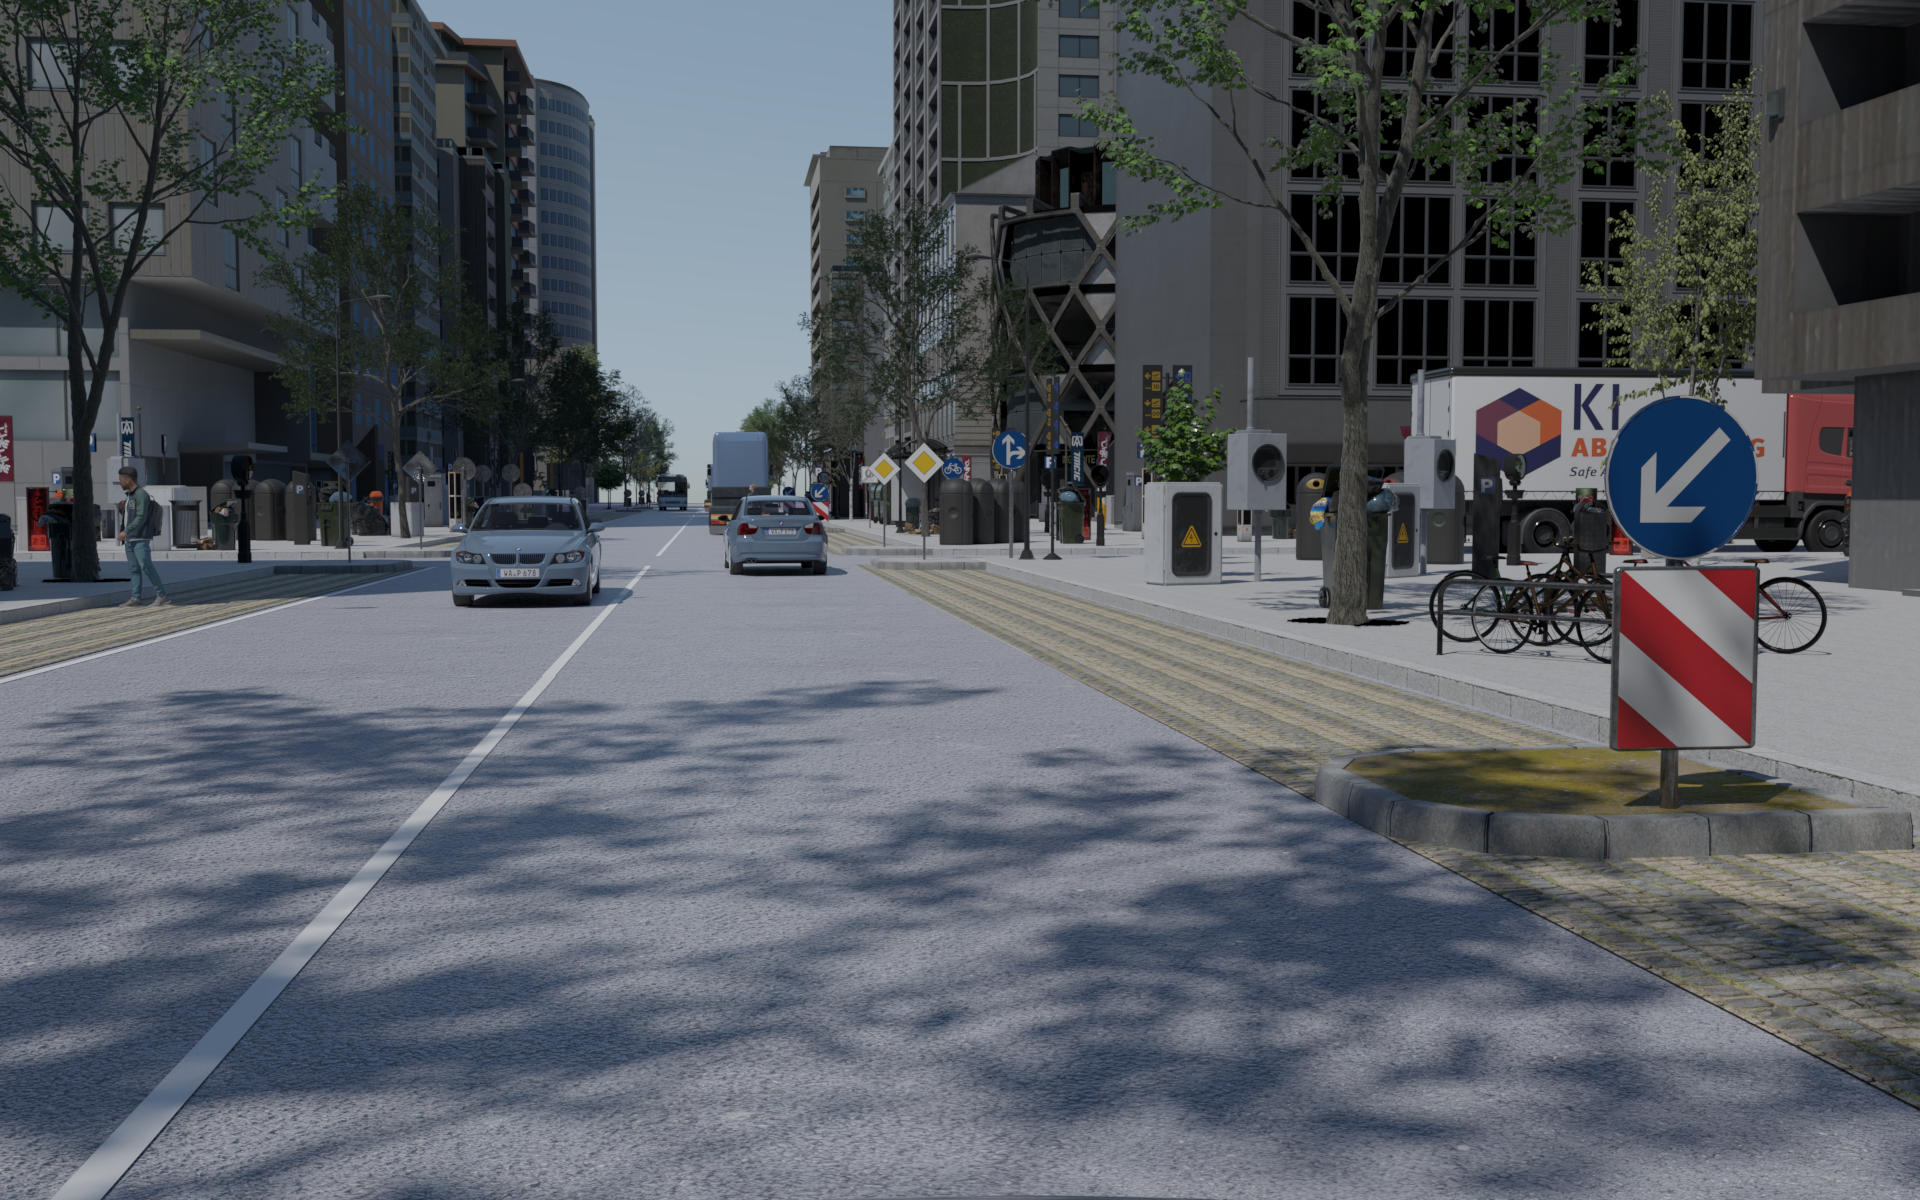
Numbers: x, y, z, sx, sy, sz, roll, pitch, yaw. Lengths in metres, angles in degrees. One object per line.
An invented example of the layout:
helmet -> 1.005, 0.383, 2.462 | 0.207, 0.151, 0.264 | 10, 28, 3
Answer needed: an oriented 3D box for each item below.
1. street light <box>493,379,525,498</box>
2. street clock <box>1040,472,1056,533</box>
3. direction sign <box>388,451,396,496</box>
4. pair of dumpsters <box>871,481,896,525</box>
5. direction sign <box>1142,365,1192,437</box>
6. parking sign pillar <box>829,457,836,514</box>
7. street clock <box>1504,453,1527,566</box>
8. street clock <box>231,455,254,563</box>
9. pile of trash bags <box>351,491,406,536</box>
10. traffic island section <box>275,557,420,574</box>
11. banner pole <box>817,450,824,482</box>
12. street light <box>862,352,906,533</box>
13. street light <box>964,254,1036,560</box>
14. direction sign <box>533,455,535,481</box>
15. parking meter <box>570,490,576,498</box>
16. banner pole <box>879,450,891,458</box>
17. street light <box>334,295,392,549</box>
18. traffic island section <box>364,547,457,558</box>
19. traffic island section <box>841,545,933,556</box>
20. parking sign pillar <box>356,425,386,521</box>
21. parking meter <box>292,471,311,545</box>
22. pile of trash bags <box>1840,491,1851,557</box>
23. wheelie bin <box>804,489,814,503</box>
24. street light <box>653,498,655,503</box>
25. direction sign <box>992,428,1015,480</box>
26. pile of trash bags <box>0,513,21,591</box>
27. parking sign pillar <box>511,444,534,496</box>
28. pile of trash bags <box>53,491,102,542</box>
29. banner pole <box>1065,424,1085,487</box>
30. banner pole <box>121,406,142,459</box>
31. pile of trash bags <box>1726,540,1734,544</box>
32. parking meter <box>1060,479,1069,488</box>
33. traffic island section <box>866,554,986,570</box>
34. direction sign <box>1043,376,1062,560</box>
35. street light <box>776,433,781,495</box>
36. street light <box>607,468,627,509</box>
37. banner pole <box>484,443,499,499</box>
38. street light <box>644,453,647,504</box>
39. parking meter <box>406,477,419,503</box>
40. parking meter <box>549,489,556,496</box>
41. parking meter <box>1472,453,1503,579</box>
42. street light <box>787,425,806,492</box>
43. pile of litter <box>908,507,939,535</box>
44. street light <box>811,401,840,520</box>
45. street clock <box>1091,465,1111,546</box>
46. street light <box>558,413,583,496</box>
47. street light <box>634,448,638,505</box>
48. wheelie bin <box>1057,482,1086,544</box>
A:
street light -> -18.235, -5.956, 69.914 | 1.470, 5.913, 1.316 | 0, 4, -8
street clock -> 2.926, -3.240, 57.538 | 0.471, 2.002, 0.358 | -2, 4, -23
direction sign -> -30.206, -6.124, 92.124 | 0.379, 3.537, 0.876 | 0, 4, 5
pair of dumpsters -> -2.847, -4.326, 73.226 | 1.574, 2.255, 4.437 | -1, 4, -8
direction sign -> 3.638, -2.352, 30.456 | 0.876, 3.537, 0.379 | 0, 4, -4
parking sign pillar -> -7.866, -7.485, 110.845 | 1.447, 3.967, 1.447 | 0, 4, -5
street clock -> 9.919, -1.615, 30.978 | 0.358, 2.002, 0.471 | 3, 5, 43
street clock -> -13.326, -1.690, 32.209 | 0.358, 2.002, 0.471 | 0, 4, 3
pile of trash bags -> -18.229, -2.739, 54.538 | 1.912, 1.369, 3.447 | -2, 4, -25
traffic island section -> -11.412, -0.615, 32.328 | 2.009, 0.180, 2.903 | 0, 4, -8
banner pole -> -7.704, -6.579, 97.585 | 0.401, 3.779, 0.863 | 0, 4, -2
street light -> -2.497, -5.147, 56.700 | 1.470, 5.913, 1.316 | 0, 4, -8
street light -> 0.776, -3.742, 33.720 | 1.470, 5.913, 1.316 | 0, 4, -8
direction sign -> -25.033, -6.698, 101.506 | 0.379, 3.537, 0.876 | -2, 4, -29
parking meter -> -24.369, -6.157, 109.085 | 0.372, 1.533, 0.369 | 0, 3, 0
banner pole -> -4.329, -6.637, 98.529 | 0.863, 3.779, 0.401 | -1, 4, -16
street light -> -13.945, -4.156, 40.486 | 1.470, 5.913, 1.316 | 0, 4, -8
traffic island section -> -12.536, -1.098, 40.234 | 2.009, 0.180, 2.903 | 0, 4, -8
traffic island section -> -1.802, -1.191, 41.750 | 2.009, 0.180, 2.903 | 0, 4, -8
parking sign pillar -> -23.057, -4.847, 67.719 | 1.447, 3.967, 1.447 | 3, 4, 36
parking meter -> -16.567, -2.319, 43.625 | 0.399, 1.863, 0.255 | 0, 4, -4
pile of trash bags -> 18.979, -1.570, 35.417 | 1.912, 1.369, 3.447 | 0, 4, 3
wheelie bin -> -9.394, -6.170, 108.787 | 0.693, 1.594, 0.980 | 1, 4, 10
street light -> -40.641, -15.584, 227.346 | 1.470, 5.913, 1.316 | 0, 4, -8
direction sign -> 1.480, -4.111, 59.208 | 0.876, 3.537, 0.379 | 2, 4, 27
pile of trash bags -> -13.384, -0.780, 22.508 | 1.912, 1.369, 3.447 | -1, 4, -22
parking sign pillar -> -22.653, -6.177, 89.471 | 1.447, 3.967, 1.447 | 2, 4, 31
pile of trash bags -> -23.855, -2.218, 46.017 | 1.912, 1.369, 3.447 | -2, 4, -28
banner pole -> 4.023, -4.393, 61.845 | 0.863, 3.779, 0.401 | 0, 4, 4
banner pole -> -23.672, -3.644, 49.598 | 0.863, 3.779, 0.401 | 1, 4, 9
pile of trash bags -> 18.524, -2.198, 45.697 | 3.447, 1.369, 1.912 | 1, 4, 20
parking meter -> 4.207, -3.887, 69.266 | 0.399, 1.863, 0.255 | -3, 5, -43
traffic island section -> -0.678, -0.707, 33.844 | 2.009, 0.180, 2.903 | 0, 4, -8
direction sign -> 1.808, -2.555, 33.765 | 0.379, 3.537, 0.876 | -1, 4, -12
street light -> -13.344, -9.799, 132.756 | 1.470, 5.913, 1.316 | 0, 4, -8
street light -> -28.976, -10.570, 145.356 | 1.470, 5.913, 1.316 | 0, 4, -8
banner pole -> -23.832, -5.993, 88.001 | 0.863, 3.779, 0.401 | -1, 4, -9
street light -> -36.428, -13.784, 197.907 | 1.470, 5.913, 1.316 | 0, 4, -8
parking meter -> -18.409, -3.216, 58.294 | 0.399, 1.863, 0.255 | -3, 4, -38
parking meter -> -21.764, -5.140, 92.449 | 0.372, 1.533, 0.369 | 0, 3, 0
parking meter -> 7.523, -1.161, 24.699 | 0.399, 1.863, 0.255 | 1, 4, 21
street light -> -10.880, -8.768, 115.901 | 1.470, 5.913, 1.316 | 0, 4, -8
pile of litter -> -0.955, -2.522, 55.198 | 1.176, 0.858, 1.719 | -2, 4, -35
street light -> -6.714, -6.967, 86.455 | 1.470, 5.913, 1.316 | 0, 4, -8
street clock -> 3.470, -2.334, 42.728 | 0.471, 2.002, 0.358 | 1, 4, 15
street light -> -22.445, -7.756, 99.353 | 1.470, 5.913, 1.316 | 0, 4, -8
street light -> -33.200, -12.392, 175.155 | 1.470, 5.913, 1.316 | 0, 4, -8
wheelie bin -> 2.866, -2.251, 44.704 | 0.693, 1.594, 0.980 | 0, 4, -8
